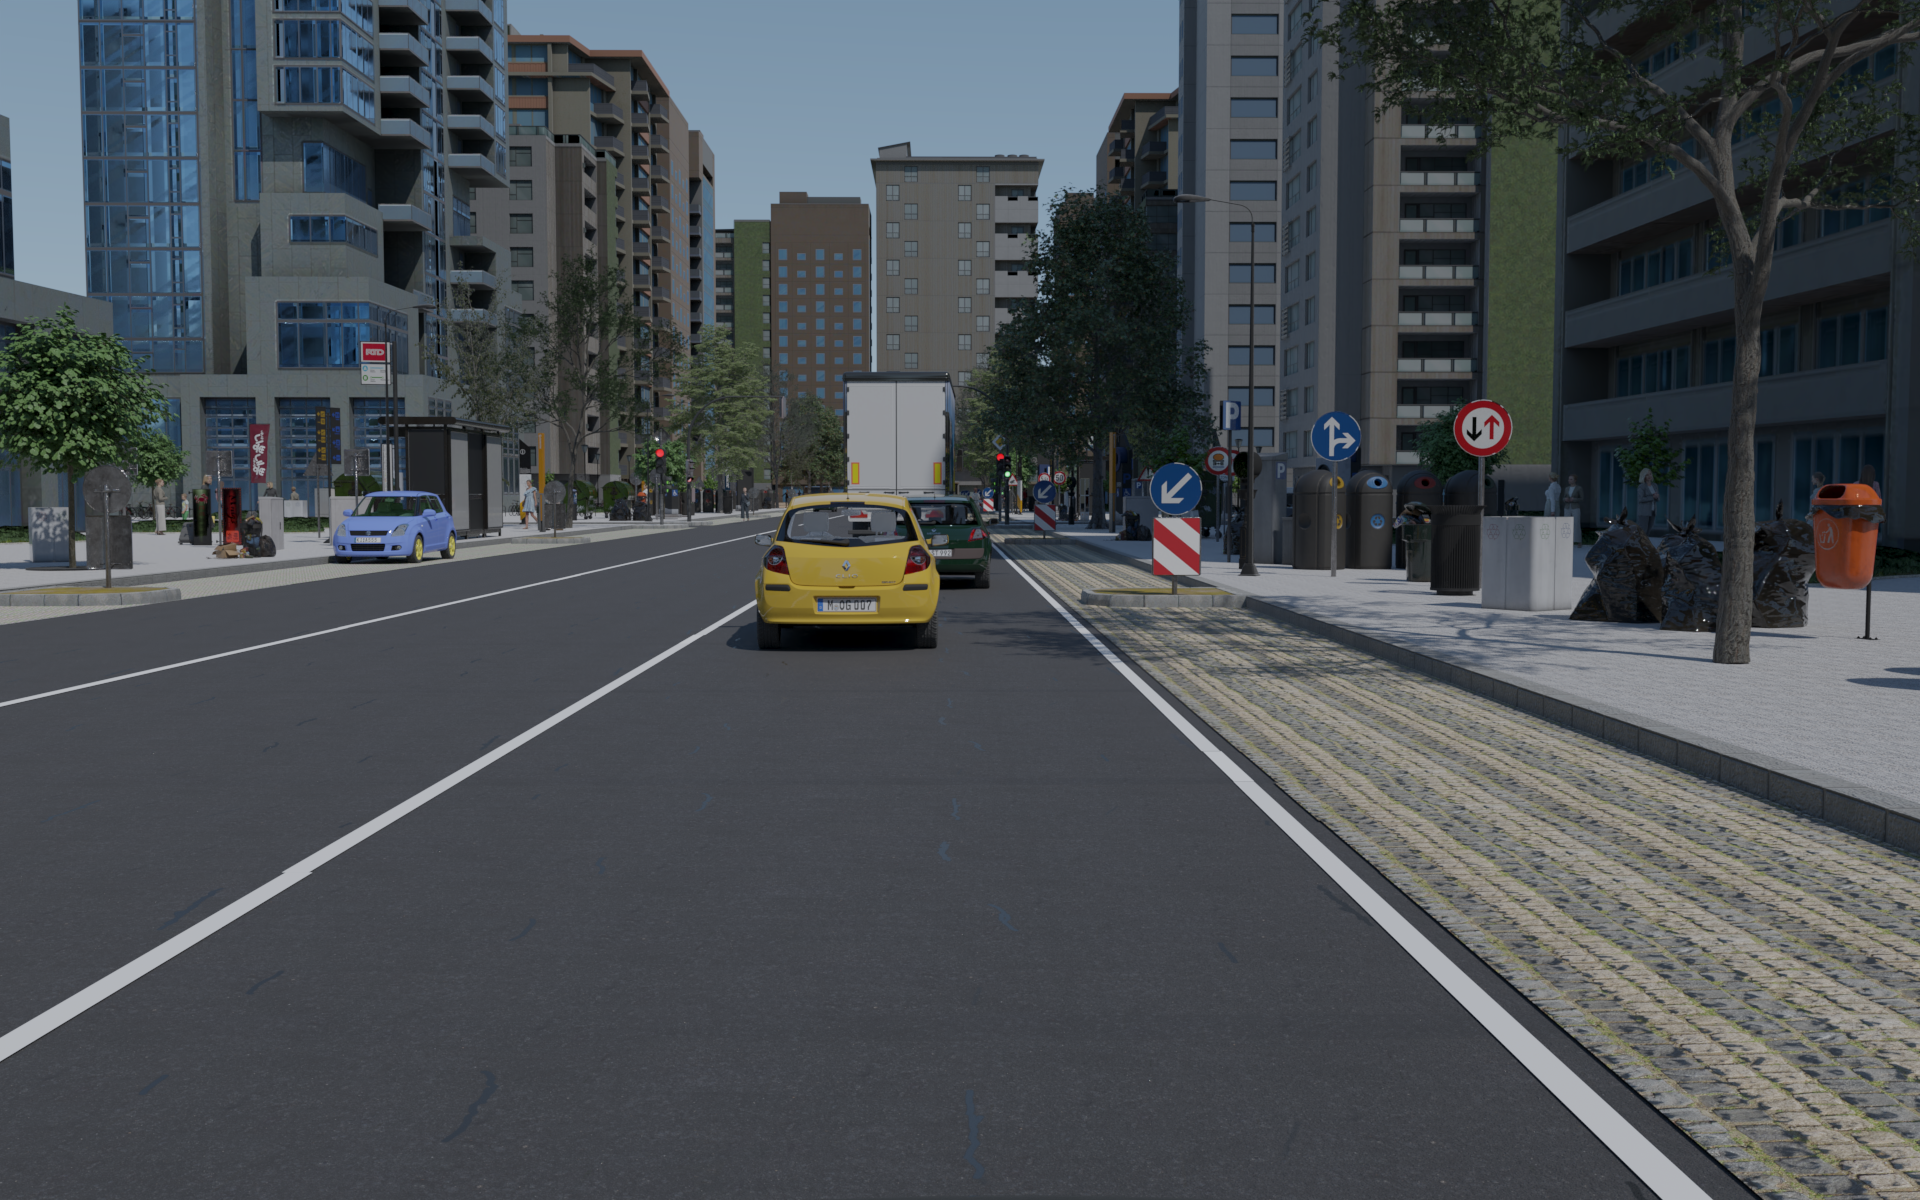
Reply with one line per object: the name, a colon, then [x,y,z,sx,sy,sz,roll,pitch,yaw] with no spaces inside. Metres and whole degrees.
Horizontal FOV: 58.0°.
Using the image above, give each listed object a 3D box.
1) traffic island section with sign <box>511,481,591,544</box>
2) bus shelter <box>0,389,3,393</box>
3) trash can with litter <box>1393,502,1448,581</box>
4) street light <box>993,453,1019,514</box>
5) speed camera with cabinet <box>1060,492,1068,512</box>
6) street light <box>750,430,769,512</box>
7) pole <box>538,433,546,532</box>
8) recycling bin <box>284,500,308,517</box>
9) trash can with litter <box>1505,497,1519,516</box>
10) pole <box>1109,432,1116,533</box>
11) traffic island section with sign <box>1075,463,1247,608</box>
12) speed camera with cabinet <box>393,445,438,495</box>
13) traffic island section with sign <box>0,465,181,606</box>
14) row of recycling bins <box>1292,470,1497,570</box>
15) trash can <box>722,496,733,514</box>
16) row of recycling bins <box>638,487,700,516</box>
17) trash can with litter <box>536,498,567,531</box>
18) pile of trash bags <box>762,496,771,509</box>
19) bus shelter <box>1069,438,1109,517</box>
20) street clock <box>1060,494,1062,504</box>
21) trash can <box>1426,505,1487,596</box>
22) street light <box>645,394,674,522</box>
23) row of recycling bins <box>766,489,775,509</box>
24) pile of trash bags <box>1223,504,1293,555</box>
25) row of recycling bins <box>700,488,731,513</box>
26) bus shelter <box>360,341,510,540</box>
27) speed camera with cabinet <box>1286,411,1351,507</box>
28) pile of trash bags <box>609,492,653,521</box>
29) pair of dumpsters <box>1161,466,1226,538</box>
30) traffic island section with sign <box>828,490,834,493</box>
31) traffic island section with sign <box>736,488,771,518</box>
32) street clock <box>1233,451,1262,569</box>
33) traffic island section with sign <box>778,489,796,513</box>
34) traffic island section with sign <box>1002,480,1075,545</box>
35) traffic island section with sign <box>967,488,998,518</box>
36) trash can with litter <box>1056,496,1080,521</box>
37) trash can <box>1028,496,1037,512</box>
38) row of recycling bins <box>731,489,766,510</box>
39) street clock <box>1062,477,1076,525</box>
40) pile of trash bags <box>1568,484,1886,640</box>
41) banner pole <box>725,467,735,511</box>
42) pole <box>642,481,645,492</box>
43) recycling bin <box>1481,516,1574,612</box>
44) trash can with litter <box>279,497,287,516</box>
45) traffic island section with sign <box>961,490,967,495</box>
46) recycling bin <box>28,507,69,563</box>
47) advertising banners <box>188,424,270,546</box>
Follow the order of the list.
traffic island section with sign: [-11.866,-2.560,50.476,1.989,1.847,2.006,0,4,-1]
bus shelter: [-15.499,-1.813,23.565,2.014,3.302,5.546,0,4,-1]
trash can with litter: [6.955,-0.862,25.481,1.055,1.170,0.624,-2,4,-28]
street light: [3.028,-8.361,109.237,1.470,5.913,1.316,0,4,-1]
speed camera with cabinet: [7.468,-7.566,118.036,0.660,3.252,2.038,-2,4,-27]
street light: [-14.566,-9.381,125.924,1.470,5.913,1.316,0,4,-1]
pole: [-14.010,-3.926,58.039,0.158,3.312,0.155,0,3,0]
recycling bin: [-26.279,-3.423,68.524,0.722,1.027,0.722,0,4,-5]
trash can with litter: [22.781,-3.718,72.179,0.624,1.170,1.055,-2,4,-31]
pole: [5.046,-3.881,57.291,0.158,3.312,0.155,0,3,0]
traffic island section with sign: [2.614,-0.858,22.664,1.989,1.847,2.006,0,4,-1]
speed camera with cabinet: [-22.264,-4.647,70.320,2.038,3.252,0.660,-1,4,-12]
traffic island section with sign: [-11.514,-0.873,22.896,1.989,1.847,2.006,0,4,-1]
row of recycling bins: [7.442,-1.384,29.747,3.534,1.692,1.069,0,4,-8]
trash can: [-14.955,-6.107,111.500,0.748,1.137,0.748,0,3,0]
row of recycling bins: [-17.396,-5.829,102.424,3.534,1.692,1.069,-2,4,-35]
trash can with litter: [-14.397,-3.032,60.962,1.055,1.170,0.624,-1,4,-13]
pile of trash bags: [-16.955,-8.384,146.833,1.912,1.369,3.447,0,4,-2]
bus shelter: [7.225,-7.447,99.392,2.179,5.291,8.768,0,4,-1]
street clock: [6.422,-6.406,109.311,0.471,2.002,0.358,-2,4,-35]
trash can: [6.294,-0.633,22.003,0.748,1.137,0.748,0,3,0]
street light: [-13.955,-6.602,80.479,1.470,5.913,1.316,0,4,-1]
row of recycling bins: [-17.532,-8.812,151.186,1.069,1.692,3.534,3,4,36]
pile of trash bags: [7.336,-1.636,36.507,3.447,1.369,1.912,0,4,-2]
row of recycling bins: [-17.877,-6.887,119.720,3.534,1.692,1.069,-1,4,-16]
bus shelter: [-14.672,-4.317,48.211,2.179,5.291,8.768,0,4,-1]
speed camera with cabinet: [8.618,-2.911,41.938,0.660,3.252,2.038,-2,4,-23]
pile of trash bags: [-15.756,-4.528,83.791,1.912,1.369,3.447,0,4,4]
pair of dumpsters: [6.890,-3.016,51.802,1.574,2.255,4.437,0,4,-1]
traffic island section with sign: [-13.504,-10.620,182.265,1.989,1.847,2.006,0,4,-1]
traffic island section with sign: [-12.541,-5.917,105.363,1.989,1.847,2.006,0,4,-1]
street clock: [4.881,-1.522,29.456,0.358,2.002,0.471,-3,5,-39]
traffic island section with sign: [-12.895,-7.620,133.222,1.989,1.847,2.006,0,4,-1]
traffic island section with sign: [2.272,-2.507,49.617,1.989,1.847,2.006,0,4,-1]
traffic island section with sign: [1.581,-5.895,105.013,1.989,1.847,2.006,0,4,-1]
trash can with litter: [5.297,-4.331,81.874,1.678,1.210,2.233,-1,4,-17]
trash can: [5.265,-6.940,125.117,0.748,1.137,0.748,0,3,0]
row of recycling bins: [-18.183,-8.358,143.758,3.534,1.692,1.069,1,4,8]
street clock: [4.648,-4.140,72.252,0.358,2.002,0.471,-2,4,-24]
pile of trash bags: [7.449,-0.417,16.566,1.912,1.369,3.447,-1,4,-14]
banner pole: [-17.585,-8.692,132.130,0.863,3.779,0.401,-3,4,-36]
pole: [-17.027,-6.075,93.165,0.158,3.312,0.155,0,3,0]
recycling bin: [6.330,-0.414,19.331,0.722,1.027,0.722,-2,4,-35]
trash can with litter: [-30.630,-4.150,79.232,1.055,1.170,0.624,0,4,-3]
traffic island section with sign: [1.239,-7.572,132.433,1.989,1.847,2.006,0,4,-1]
recycling bin: [-17.217,-1.240,32.836,0.722,1.027,0.722,-2,4,-33]
advertising banners: [-18.144,-2.867,43.058,2.074,3.025,0.090,0,4,1]
